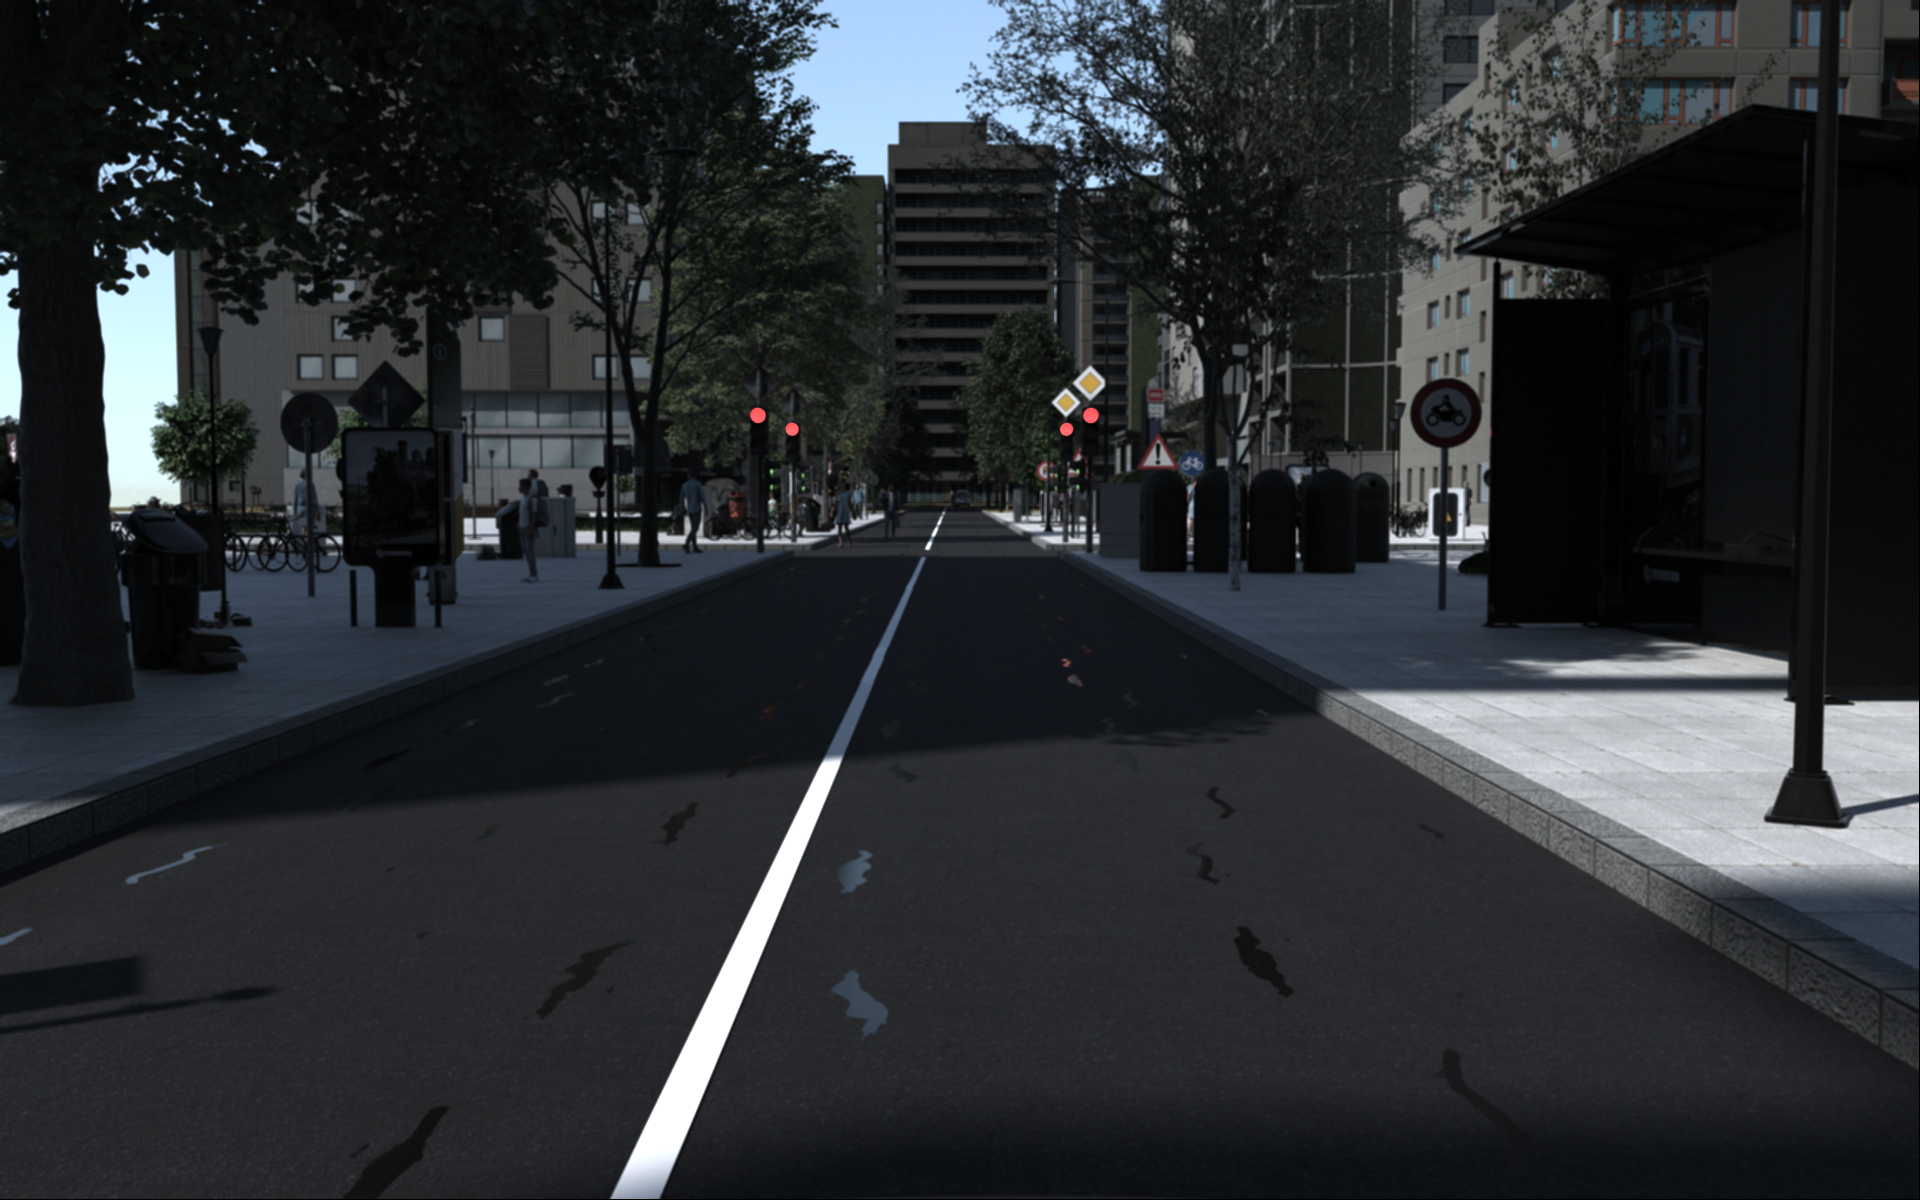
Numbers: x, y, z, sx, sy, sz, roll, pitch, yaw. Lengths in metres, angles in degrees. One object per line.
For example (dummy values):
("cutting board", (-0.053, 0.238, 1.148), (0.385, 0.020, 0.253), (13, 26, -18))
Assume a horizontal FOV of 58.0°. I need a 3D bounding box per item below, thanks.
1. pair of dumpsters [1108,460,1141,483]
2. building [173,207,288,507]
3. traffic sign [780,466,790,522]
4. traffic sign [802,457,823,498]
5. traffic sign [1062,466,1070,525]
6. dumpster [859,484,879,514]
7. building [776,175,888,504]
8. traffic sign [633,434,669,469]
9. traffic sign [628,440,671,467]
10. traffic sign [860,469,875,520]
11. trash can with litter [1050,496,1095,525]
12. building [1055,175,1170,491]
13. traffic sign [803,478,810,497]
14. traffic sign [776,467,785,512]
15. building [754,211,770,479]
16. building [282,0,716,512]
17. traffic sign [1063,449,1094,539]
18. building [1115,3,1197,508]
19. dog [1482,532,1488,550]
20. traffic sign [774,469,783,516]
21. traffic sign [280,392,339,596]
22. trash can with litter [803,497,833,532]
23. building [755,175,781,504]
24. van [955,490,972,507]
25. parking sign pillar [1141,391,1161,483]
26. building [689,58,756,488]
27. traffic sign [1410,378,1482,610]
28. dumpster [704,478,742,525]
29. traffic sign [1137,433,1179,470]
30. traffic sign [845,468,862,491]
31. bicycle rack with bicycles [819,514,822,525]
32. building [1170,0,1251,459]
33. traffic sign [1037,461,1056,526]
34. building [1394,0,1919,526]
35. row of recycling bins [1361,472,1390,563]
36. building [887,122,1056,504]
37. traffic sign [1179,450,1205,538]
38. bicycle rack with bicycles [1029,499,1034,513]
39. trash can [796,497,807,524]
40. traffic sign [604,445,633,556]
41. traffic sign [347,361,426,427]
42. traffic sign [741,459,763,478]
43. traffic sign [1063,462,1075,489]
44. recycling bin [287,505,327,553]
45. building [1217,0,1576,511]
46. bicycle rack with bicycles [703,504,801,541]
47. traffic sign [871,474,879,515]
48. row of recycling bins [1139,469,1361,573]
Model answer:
("pair of dumpsters", (5.310, -3.046, 52.297), (1.574, 2.255, 4.437), (0, 4, 0))
("building", (-69.616, -24.717, 175.818), (14.107, 30.474, 14.160), (0, 4, 0))
("traffic sign", (-7.970, -4.880, 79.784), (0.884, 2.594, 0.081), (0, 4, 1))
("traffic sign", (-5.131, -3.669, 60.102), (0.768, 2.556, 0.104), (0, 4, 3))
("traffic sign", (4.478, -4.355, 71.303), (0.768, 2.556, 0.104), (1, 4, 9))
("dumpster", (-6.033, -6.716, 112.298), (1.502, 2.255, 1.985), (0, 3, 0))
("building", (-16.410, -33.080, 224.453), (14.086, 41.232, 14.154), (0, 4, 0))
("traffic sign", (-6.448, -2.205, 36.153), (0.768, 2.556, 0.104), (0, 4, 5))
("traffic sign", (-6.177, -2.106, 34.442), (0.884, 2.594, 0.081), (1, 4, 8))
("traffic sign", (-4.677, -5.321, 87.109), (0.768, 2.556, 0.104), (1, 4, 9))
("trash can with litter", (4.818, -3.779, 72.841), (2.233, 1.210, 1.678), (2, 4, 30))
("building", (19.719, -33.079, 224.438), (14.086, 41.232, 14.154), (0, 4, 0))
("traffic sign", (-9.597, -6.419, 107.085), (0.606, 2.300, 0.079), (0, 4, 7))
("traffic sign", (-8.421, -5.062, 82.867), (0.768, 2.556, 0.104), (0, 4, 7))
("building", (-26.640, -24.716, 175.806), (14.107, 30.474, 14.160), (0, 4, 0))
("building", (-34.370, -33.340, 134.350), (28.713, 52.752, 27.495), (0, 4, 0))
("traffic sign", (3.414, -3.053, 49.928), (0.884, 2.594, 0.081), (0, 4, 2))
("building", (27.625, -52.162, 165.515), (22.319, 86.520, 31.000), (0, 4, 0))
("dog", (11.079, -1.176, 36.053), (0.406, 0.507, 0.540), (1, 4, 18))
("traffic sign", (-8.637, -5.134, 84.053), (0.768, 2.556, 0.104), (0, 4, 3))
("traffic sign", (-8.145, -1.319, 21.677), (0.768, 2.556, 0.104), (0, 4, 8))
("trash can with litter", (-4.847, -2.882, 58.510), (0.624, 1.170, 1.055), (3, 5, 42))
("building", (-37.904, -35.093, 228.389), (28.867, 44.769, 22.147), (0, 4, 0))
("van", (0.271, -11.201, 190.153), (2.013, 2.044, 4.112), (0, 4, 1))
("parking sign pillar", (5.024, -3.506, 45.793), (1.447, 3.967, 1.447), (1, 4, 9))
("building", (-26.184, -28.907, 156.229), (14.154, 41.232, 14.086), (0, 4, 0))
("traffic sign", (5.342, -1.162, 19.113), (0.768, 2.556, 0.104), (0, 4, 8))
("dumpster", (-8.716, -3.527, 63.432), (1.264, 1.857, 1.865), (0, 4, 0))
("traffic sign", (4.218, -2.258, 36.920), (0.884, 2.594, 0.081), (0, 4, 7))
("traffic sign", (-5.291, -5.264, 86.073), (0.884, 2.594, 0.081), (1, 4, 9))
("bicycle rack with bicycles", (-6.090, -2.996, 62.367), (2.852, 0.926, 2.925), (-1, 4, -9))
("building", (31.732, -33.509, 137.118), (28.713, 52.752, 27.495), (0, 4, 0))
("traffic sign", (3.327, -4.059, 66.465), (0.768, 2.556, 0.104), (0, 4, 7))
("building", (35.920, -13.822, 71.037), (28.899, 21.520, 27.650), (0, 4, 0))
("row of recycling bins", (6.469, -1.601, 33.284), (3.534, 1.692, 1.069), (1, 4, 22))
("building", (1.413, -37.007, 228.758), (21.600, 48.544, 21.300), (0, 4, 0))
("traffic sign", (6.735, -3.065, 50.212), (0.768, 2.556, 0.104), (1, 4, 8))
("bicycle rack with bicycles", (5.445, -6.345, 117.122), (2.852, 0.926, 2.925), (0, 4, 7))
("trash can", (-6.834, -3.863, 74.821), (0.748, 1.137, 0.748), (0, 3, 0))
("traffic sign", (-7.096, -2.070, 35.981), (0.606, 2.300, 0.079), (0, 4, 5))
("traffic sign", (-5.679, -1.065, 17.146), (0.795, 2.593, 0.064), (0, 4, 5))
("traffic sign", (-7.238, -3.681, 60.287), (0.768, 2.556, 0.104), (0, 4, 7))
("traffic sign", (3.984, -3.704, 60.668), (0.768, 2.556, 0.104), (0, 4, 5))
("recycling bin", (-14.409, -1.568, 38.185), (0.722, 1.027, 0.722), (-2, 4, -29))
("building", (28.159, -41.050, 109.423), (20.563, 71.187, 20.611), (0, 4, 0))
("bicycle rack with bicycles", (-5.966, -2.187, 49.133), (2.925, 0.926, 2.852), (-1, 4, -16))
("traffic sign", (-5.333, -6.453, 105.614), (0.768, 2.556, 0.104), (0, 4, 1))
("row of recycling bins", (4.722, -1.310, 28.531), (3.534, 1.692, 1.069), (1, 4, 10))
